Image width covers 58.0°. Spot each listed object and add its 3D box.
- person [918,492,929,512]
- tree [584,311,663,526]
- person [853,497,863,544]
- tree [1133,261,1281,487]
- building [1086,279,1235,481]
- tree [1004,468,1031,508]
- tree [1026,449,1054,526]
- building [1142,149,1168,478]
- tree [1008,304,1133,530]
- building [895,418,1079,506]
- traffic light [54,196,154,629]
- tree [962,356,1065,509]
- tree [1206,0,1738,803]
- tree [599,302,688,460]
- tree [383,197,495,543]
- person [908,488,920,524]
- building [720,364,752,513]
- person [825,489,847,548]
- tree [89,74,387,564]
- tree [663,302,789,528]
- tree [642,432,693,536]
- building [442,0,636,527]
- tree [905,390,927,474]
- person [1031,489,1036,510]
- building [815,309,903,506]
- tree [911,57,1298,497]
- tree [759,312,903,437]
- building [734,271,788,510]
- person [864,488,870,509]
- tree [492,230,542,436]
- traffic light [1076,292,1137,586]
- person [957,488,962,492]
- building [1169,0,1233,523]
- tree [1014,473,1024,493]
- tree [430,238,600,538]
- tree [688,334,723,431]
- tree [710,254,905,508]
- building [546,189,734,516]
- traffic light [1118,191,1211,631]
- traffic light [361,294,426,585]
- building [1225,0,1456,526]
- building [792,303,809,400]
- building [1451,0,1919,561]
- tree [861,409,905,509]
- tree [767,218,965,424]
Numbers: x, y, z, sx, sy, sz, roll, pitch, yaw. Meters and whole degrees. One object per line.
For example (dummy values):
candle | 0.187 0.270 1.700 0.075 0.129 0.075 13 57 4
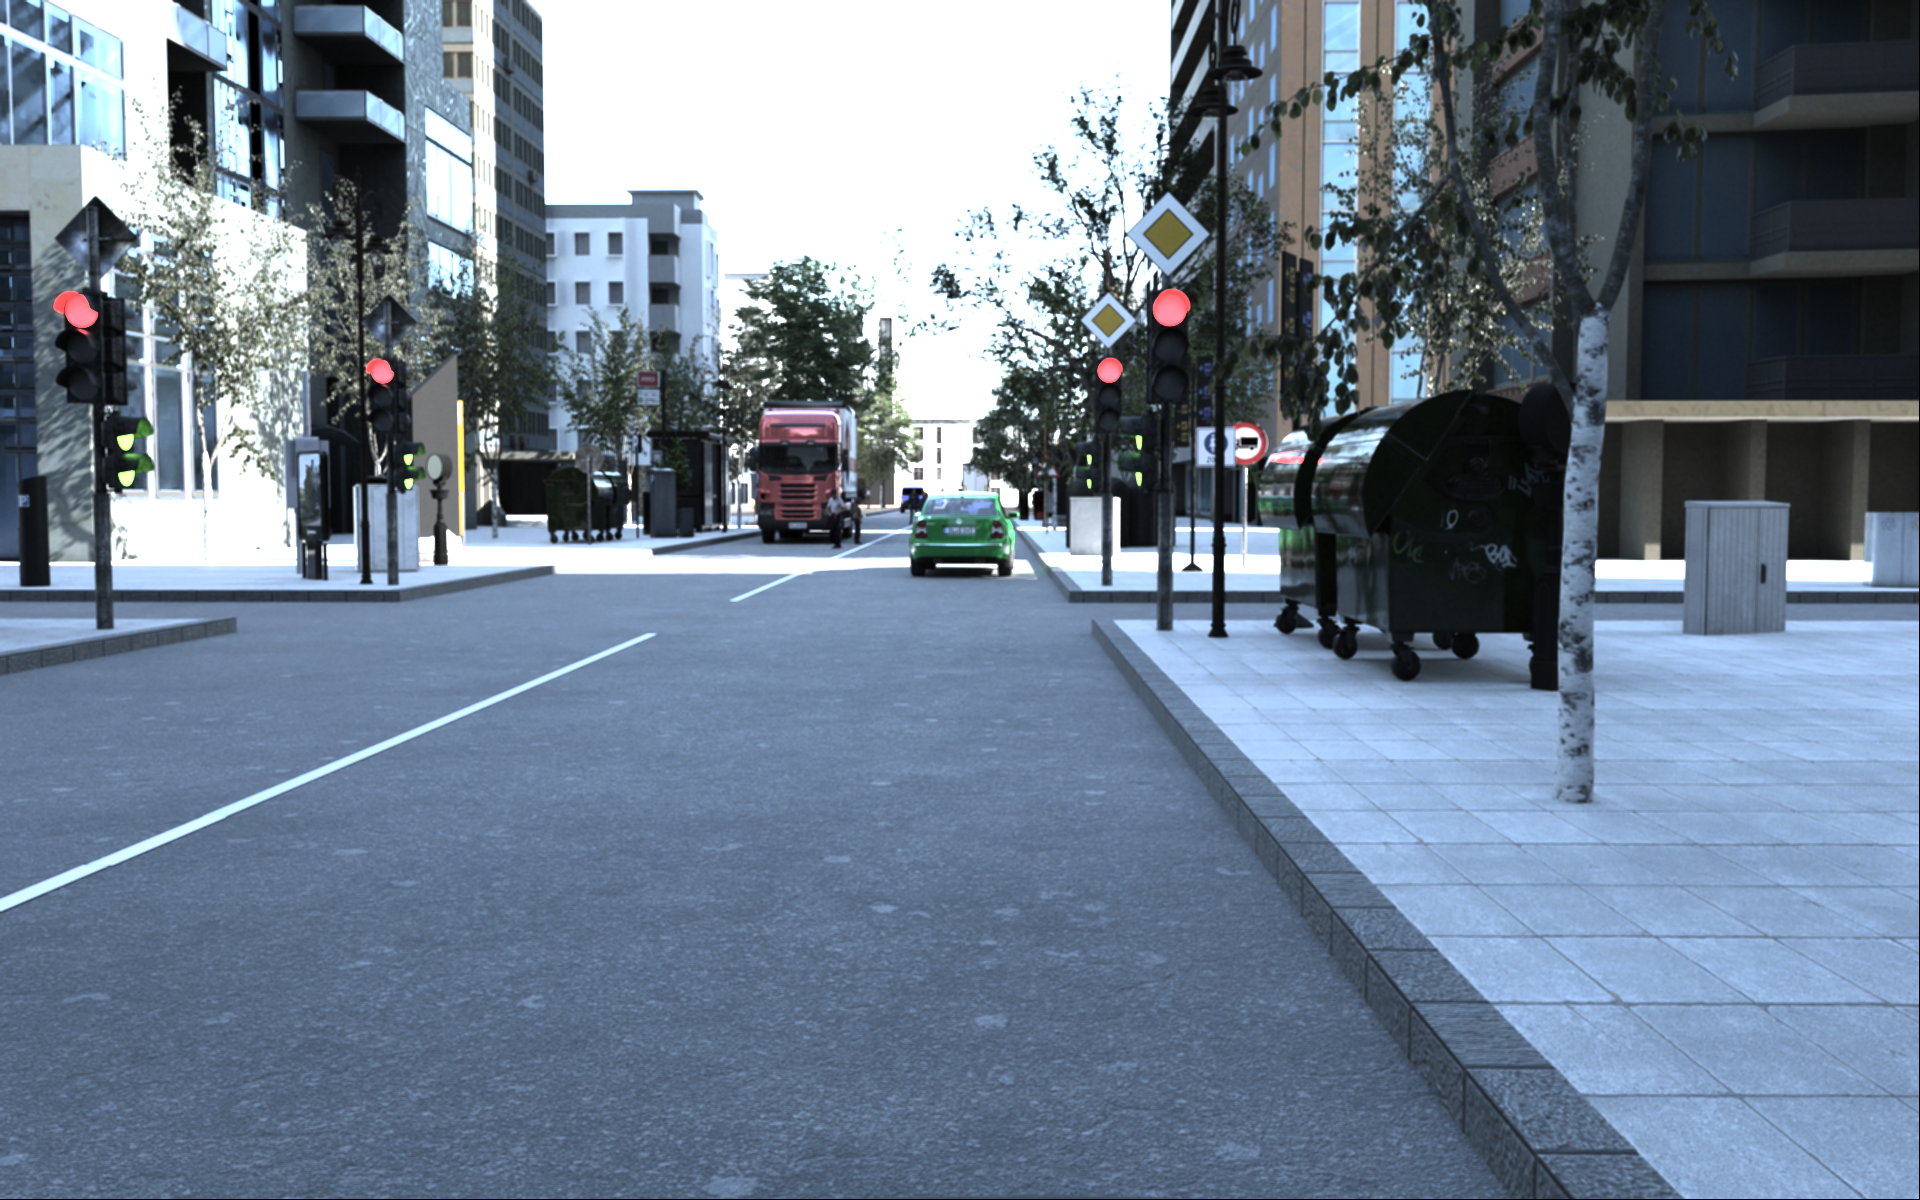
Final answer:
person | -0.902 -2.056 44.809 0.600 1.496 0.574 2 4 27
tree | -13.453 -7.333 70.250 4.360 8.622 3.978 0 3 0
person | -2.909 -2.279 49.672 0.340 1.345 0.435 -1 4 -21
tree | 8.127 -6.348 54.145 4.737 8.622 4.395 0 3 0
building | 20.261 -17.402 150.972 16.747 18.905 31.486 0 4 1
tree | 5.666 -11.027 164.005 4.285 4.588 4.351 0 3 0
tree | 3.815 -4.671 70.967 1.663 3.219 1.824 0 3 0
building | 26.234 -16.808 118.781 27.936 21.610 32.646 0 4 1
tree | 3.576 -6.767 61.002 4.737 8.622 4.395 0 3 0
building | 6.715 -15.565 196.630 28.070 9.664 9.099 0 4 1
traffic light | -8.126 -1.679 16.377 0.839 4.253 0.868 0 4 1
tree | 4.965 -13.917 144.543 9.611 12.733 9.660 0 3 0
tree | 2.628 -3.478 7.234 4.360 8.622 3.978 0 3 0
tree | -13.325 -7.060 65.793 4.737 8.622 4.395 0 3 0
tree | -13.559 -5.485 40.046 4.360 8.622 3.978 0 3 0
person | -2.218 -4.511 83.179 0.541 1.710 0.530 1 4 12
building | -19.574 -11.222 125.623 9.099 9.664 28.070 0 4 1
person | -3.262 -2.145 45.778 0.614 1.554 0.590 2 4 34
tree | -13.467 -4.953 31.343 4.360 8.622 3.978 0 3 0
tree | -8.626 -7.046 65.561 4.360 8.622 3.978 0 3 0
tree | -8.628 -3.580 53.141 1.663 3.219 1.824 0 3 0
building | -31.683 -23.427 74.915 32.217 40.220 23.993 0 4 1
tree | -6.867 -14.692 158.340 7.486 12.596 7.792 0 3 0
person | 4.239 -5.460 97.588 0.482 1.546 0.388 1 4 11
building | -23.495 -22.113 205.519 32.646 21.610 27.936 0 4 1
tree | 2.969 -6.337 38.022 8.767 10.594 7.601 0 4 6
tree | -7.391 -10.498 97.403 9.928 11.665 9.643 0 3 0
building | -22.459 -17.653 145.042 16.016 20.091 11.380 0 4 1
person | -8.210 -8.960 152.406 0.599 1.838 0.709 0 4 -6
tree | -13.166 -5.820 45.523 4.360 8.622 3.978 0 3 0
traffic light | 2.045 -2.158 24.212 0.839 4.253 0.868 0 4 1
person | -0.041 -4.140 77.133 0.436 1.711 0.756 2 4 28
building | 22.247 -28.329 86.873 21.300 48.544 21.600 0 4 1
tree | 5.190 -8.468 133.048 1.663 3.219 1.824 0 3 0
tree | -13.574 -6.127 50.534 4.737 8.622 4.395 0 3 0
tree | -12.161 -7.619 74.927 4.737 8.622 4.395 0 3 0
tree | -7.829 -10.041 82.300 7.486 12.596 7.792 0 3 0
building | -22.821 -15.244 105.666 16.016 20.091 11.380 0 4 1
traffic light | 1.914 -1.670 16.228 0.839 4.253 0.868 0 4 1
traffic light | -7.995 -2.168 24.361 0.839 4.253 0.868 0 4 1
building | 18.596 -25.630 69.162 14.600 45.320 14.200 0 4 1
building | -30.118 -17.980 160.435 31.486 18.905 16.747 0 4 1
building | 25.817 -23.643 41.196 28.867 44.769 22.147 0 4 1
tree | -6.812 -12.181 149.516 4.360 8.622 3.978 0 3 0
tree | -6.410 -16.056 118.405 12.611 20.169 13.585 0 3 0
